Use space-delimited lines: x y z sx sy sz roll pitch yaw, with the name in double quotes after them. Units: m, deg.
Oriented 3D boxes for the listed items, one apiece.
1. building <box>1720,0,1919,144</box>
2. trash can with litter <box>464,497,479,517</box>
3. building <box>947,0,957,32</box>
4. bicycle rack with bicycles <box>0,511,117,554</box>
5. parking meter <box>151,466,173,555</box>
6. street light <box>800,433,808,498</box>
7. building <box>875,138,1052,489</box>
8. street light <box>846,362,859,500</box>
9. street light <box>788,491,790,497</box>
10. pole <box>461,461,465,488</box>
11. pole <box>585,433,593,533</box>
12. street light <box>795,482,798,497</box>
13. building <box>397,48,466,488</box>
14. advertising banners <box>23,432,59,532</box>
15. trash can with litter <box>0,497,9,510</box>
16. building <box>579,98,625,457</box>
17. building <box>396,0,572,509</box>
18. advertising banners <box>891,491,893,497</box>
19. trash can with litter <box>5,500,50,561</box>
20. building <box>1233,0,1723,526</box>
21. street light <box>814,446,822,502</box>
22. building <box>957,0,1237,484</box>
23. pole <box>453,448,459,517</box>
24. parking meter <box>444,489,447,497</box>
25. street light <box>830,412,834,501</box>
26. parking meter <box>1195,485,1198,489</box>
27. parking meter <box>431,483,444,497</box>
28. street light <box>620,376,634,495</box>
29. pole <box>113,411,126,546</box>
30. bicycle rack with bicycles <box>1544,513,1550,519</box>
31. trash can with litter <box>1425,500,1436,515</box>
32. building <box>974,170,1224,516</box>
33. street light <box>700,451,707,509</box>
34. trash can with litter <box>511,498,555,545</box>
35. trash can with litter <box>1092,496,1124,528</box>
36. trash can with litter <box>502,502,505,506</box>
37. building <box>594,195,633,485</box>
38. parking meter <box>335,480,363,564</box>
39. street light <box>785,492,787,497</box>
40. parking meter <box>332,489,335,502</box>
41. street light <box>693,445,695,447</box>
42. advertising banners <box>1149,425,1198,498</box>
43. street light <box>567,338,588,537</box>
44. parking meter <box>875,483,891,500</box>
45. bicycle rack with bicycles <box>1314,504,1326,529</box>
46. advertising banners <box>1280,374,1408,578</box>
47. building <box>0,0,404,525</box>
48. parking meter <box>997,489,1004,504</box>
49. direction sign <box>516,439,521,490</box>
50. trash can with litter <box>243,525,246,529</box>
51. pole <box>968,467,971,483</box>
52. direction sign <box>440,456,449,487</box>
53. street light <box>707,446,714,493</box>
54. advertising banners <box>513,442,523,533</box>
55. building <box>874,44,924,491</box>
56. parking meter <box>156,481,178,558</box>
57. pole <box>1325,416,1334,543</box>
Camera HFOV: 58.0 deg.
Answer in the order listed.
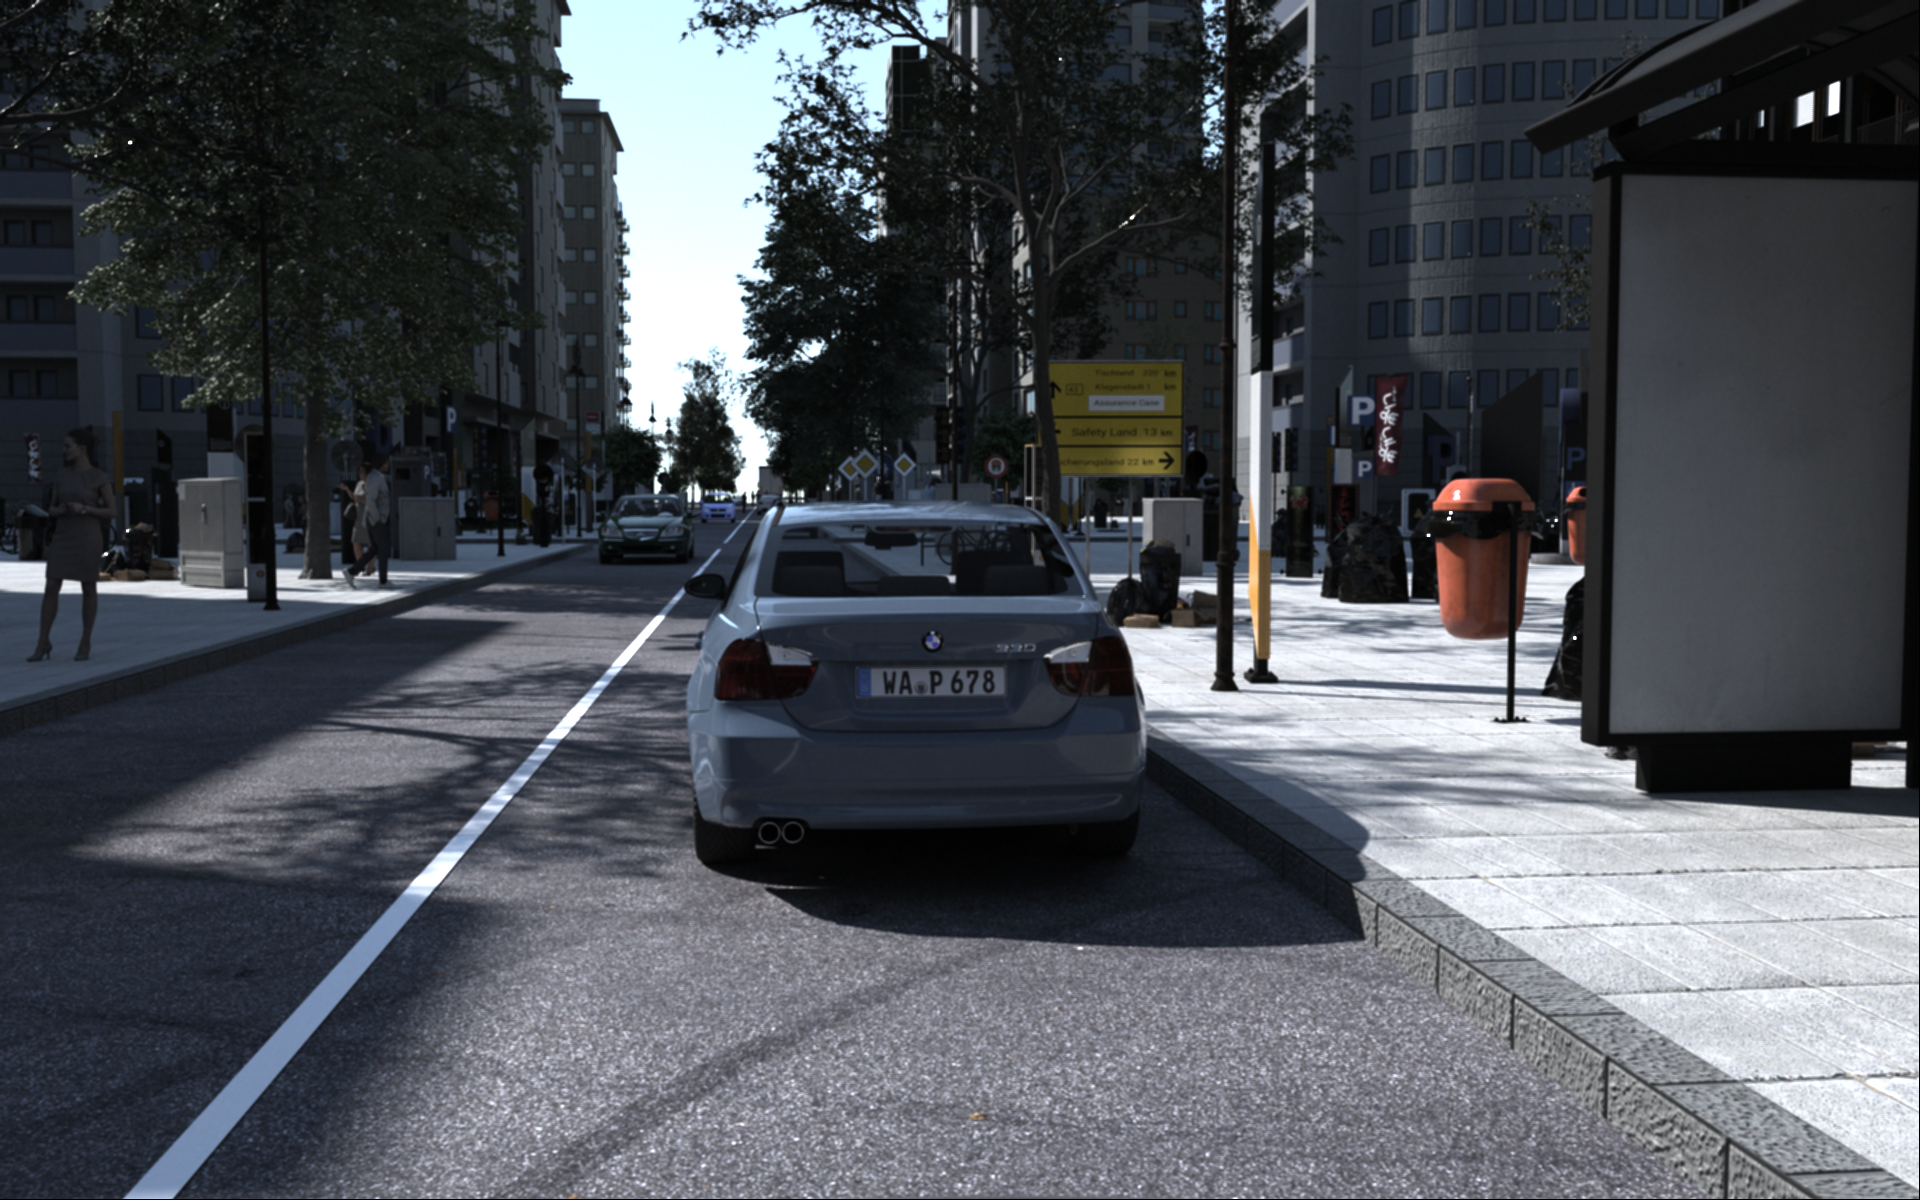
20.692 -11.876 23.848 12.332 23.373 15.834 0 4 -6 "building"
-20.066 -3.610 70.412 1.055 1.170 0.624 2 4 26 "trash can with litter"
7.692 -45.298 178.869 20.563 71.187 20.611 0 4 -6 "building"
-20.240 -1.534 38.461 2.852 0.926 2.925 3 5 40 "bicycle rack with bicycles"
-16.797 -1.885 36.526 0.399 1.863 0.255 0 4 -6 "parking meter"
-12.207 -10.012 136.490 0.468 5.910 1.993 0 4 -6 "street light"
1.909 -40.632 253.563 28.713 52.752 27.495 0 4 -6 "building"
-3.755 -5.328 59.906 0.468 5.910 1.993 0 4 -6 "street light"
-19.643 -14.049 202.487 0.468 5.910 1.993 0 4 -6 "street light"
-30.335 -6.842 105.710 0.158 3.312 0.155 0 3 0 "pole"
-12.315 -3.891 57.455 0.158 3.312 0.155 0 3 0 "pole"
-14.101 -11.017 152.909 0.468 5.910 1.993 0 4 -6 "street light"
-40.438 -20.787 111.573 14.160 30.474 14.107 0 4 -6 "building"
-25.968 -3.286 49.918 0.090 3.025 2.074 2 4 30 "advertising banners"
-35.677 -3.226 64.133 0.624 1.170 1.055 -1 4 -14 "trash can with litter"
-60.536 -39.427 233.872 28.713 52.752 27.495 0 4 -6 "building"
-52.324 -35.148 163.909 28.713 52.752 27.495 0 4 -6 "building"
-3.752 -5.723 89.755 2.074 3.025 0.090 -1 4 -11 "advertising banners"
-17.749 -1.355 33.549 1.055 1.170 0.624 1 4 10 "trash can with litter"
28.134 -32.736 77.236 28.212 58.520 21.231 0 4 -6 "building"
-7.469 -7.358 93.085 0.468 5.910 1.993 0 4 -6 "street light"
10.281 -37.494 155.027 21.231 58.520 28.212 0 4 -6 "building"
-22.192 -5.040 76.252 0.158 3.312 0.155 0 3 0 "pole"
-24.432 -4.493 81.871 0.372 1.533 0.369 0 3 0 "parking meter"
-5.630 -6.366 76.870 0.468 5.910 1.993 0 4 -6 "street light"
13.520 -5.680 98.571 0.255 1.863 0.399 1 4 14 "parking meter"
-11.780 -1.841 38.516 0.372 1.533 0.369 0 3 0 "parking meter"
-13.030 -5.816 67.885 0.468 5.910 1.993 0 4 -6 "street light"
-20.795 -2.996 42.830 0.158 3.312 0.155 0 3 0 "pole"
18.825 -2.839 59.797 2.925 0.926 2.852 -2 4 -35 "bicycle rack with bicycles"
9.837 -1.435 34.841 0.624 1.170 1.055 -2 4 -30 "trash can with litter"
16.360 -16.539 115.459 27.650 21.520 28.899 0 4 -6 "building"
-21.615 -10.487 144.255 0.468 5.910 1.993 0 4 -6 "street light"
-10.796 -1.979 43.752 1.055 1.170 0.624 -1 4 -21 "trash can with litter"
5.514 -3.288 65.151 1.055 1.170 0.624 0 4 -7 "trash can with litter"
-19.723 -3.785 73.269 0.624 1.170 1.055 0 4 4 "trash can with litter"
-61.642 -39.349 262.961 23.786 49.044 30.456 0 4 -6 "building"
-11.173 -1.431 31.807 0.372 1.533 0.369 0 3 0 "parking meter"
-26.784 -18.031 267.594 0.468 5.910 1.993 0 4 -6 "street light"
-21.319 -3.116 59.355 0.372 1.533 0.369 0 3 0 "parking meter"
-19.822 -9.495 128.036 0.468 5.910 1.993 0 4 -6 "street light"
5.530 -2.978 44.880 0.090 3.025 2.074 -2 4 -29 "advertising banners"
-11.326 -4.805 51.357 0.468 5.910 1.993 0 4 -6 "street light"
-1.781 -1.935 40.049 0.372 1.533 0.369 0 3 0 "parking meter"
13.757 -3.086 63.842 2.852 0.926 2.925 2 4 24 "bicycle rack with bicycles"
5.754 -1.825 26.026 2.074 3.025 0.090 3 5 41 "advertising banners"
-40.347 -32.994 81.443 21.231 58.520 28.212 0 4 -6 "building"
1.910 -4.527 82.432 0.372 1.533 0.369 0 3 0 "parking meter"
-18.126 -4.849 71.276 0.379 3.537 0.876 -2 4 -28 "direction sign"
-26.792 -3.178 63.023 2.233 1.210 1.678 -2 4 -28 "trash can with litter"
0.380 -4.874 73.528 0.158 3.312 0.155 0 3 0 "pole"
-31.161 -6.868 104.282 0.876 3.537 0.379 1 4 10 "direction sign"
-23.342 -11.480 160.482 0.468 5.910 1.993 0 4 -6 "street light"
-14.651 -3.742 57.370 0.090 3.025 2.074 -1 4 -21 "advertising banners"
-3.157 -51.275 276.595 20.563 71.187 20.611 0 4 -6 "building"
-15.969 -1.619 34.875 0.372 1.533 0.369 0 3 0 "parking meter"
9.667 -3.146 45.278 0.158 3.312 0.155 0 3 0 "pole"
